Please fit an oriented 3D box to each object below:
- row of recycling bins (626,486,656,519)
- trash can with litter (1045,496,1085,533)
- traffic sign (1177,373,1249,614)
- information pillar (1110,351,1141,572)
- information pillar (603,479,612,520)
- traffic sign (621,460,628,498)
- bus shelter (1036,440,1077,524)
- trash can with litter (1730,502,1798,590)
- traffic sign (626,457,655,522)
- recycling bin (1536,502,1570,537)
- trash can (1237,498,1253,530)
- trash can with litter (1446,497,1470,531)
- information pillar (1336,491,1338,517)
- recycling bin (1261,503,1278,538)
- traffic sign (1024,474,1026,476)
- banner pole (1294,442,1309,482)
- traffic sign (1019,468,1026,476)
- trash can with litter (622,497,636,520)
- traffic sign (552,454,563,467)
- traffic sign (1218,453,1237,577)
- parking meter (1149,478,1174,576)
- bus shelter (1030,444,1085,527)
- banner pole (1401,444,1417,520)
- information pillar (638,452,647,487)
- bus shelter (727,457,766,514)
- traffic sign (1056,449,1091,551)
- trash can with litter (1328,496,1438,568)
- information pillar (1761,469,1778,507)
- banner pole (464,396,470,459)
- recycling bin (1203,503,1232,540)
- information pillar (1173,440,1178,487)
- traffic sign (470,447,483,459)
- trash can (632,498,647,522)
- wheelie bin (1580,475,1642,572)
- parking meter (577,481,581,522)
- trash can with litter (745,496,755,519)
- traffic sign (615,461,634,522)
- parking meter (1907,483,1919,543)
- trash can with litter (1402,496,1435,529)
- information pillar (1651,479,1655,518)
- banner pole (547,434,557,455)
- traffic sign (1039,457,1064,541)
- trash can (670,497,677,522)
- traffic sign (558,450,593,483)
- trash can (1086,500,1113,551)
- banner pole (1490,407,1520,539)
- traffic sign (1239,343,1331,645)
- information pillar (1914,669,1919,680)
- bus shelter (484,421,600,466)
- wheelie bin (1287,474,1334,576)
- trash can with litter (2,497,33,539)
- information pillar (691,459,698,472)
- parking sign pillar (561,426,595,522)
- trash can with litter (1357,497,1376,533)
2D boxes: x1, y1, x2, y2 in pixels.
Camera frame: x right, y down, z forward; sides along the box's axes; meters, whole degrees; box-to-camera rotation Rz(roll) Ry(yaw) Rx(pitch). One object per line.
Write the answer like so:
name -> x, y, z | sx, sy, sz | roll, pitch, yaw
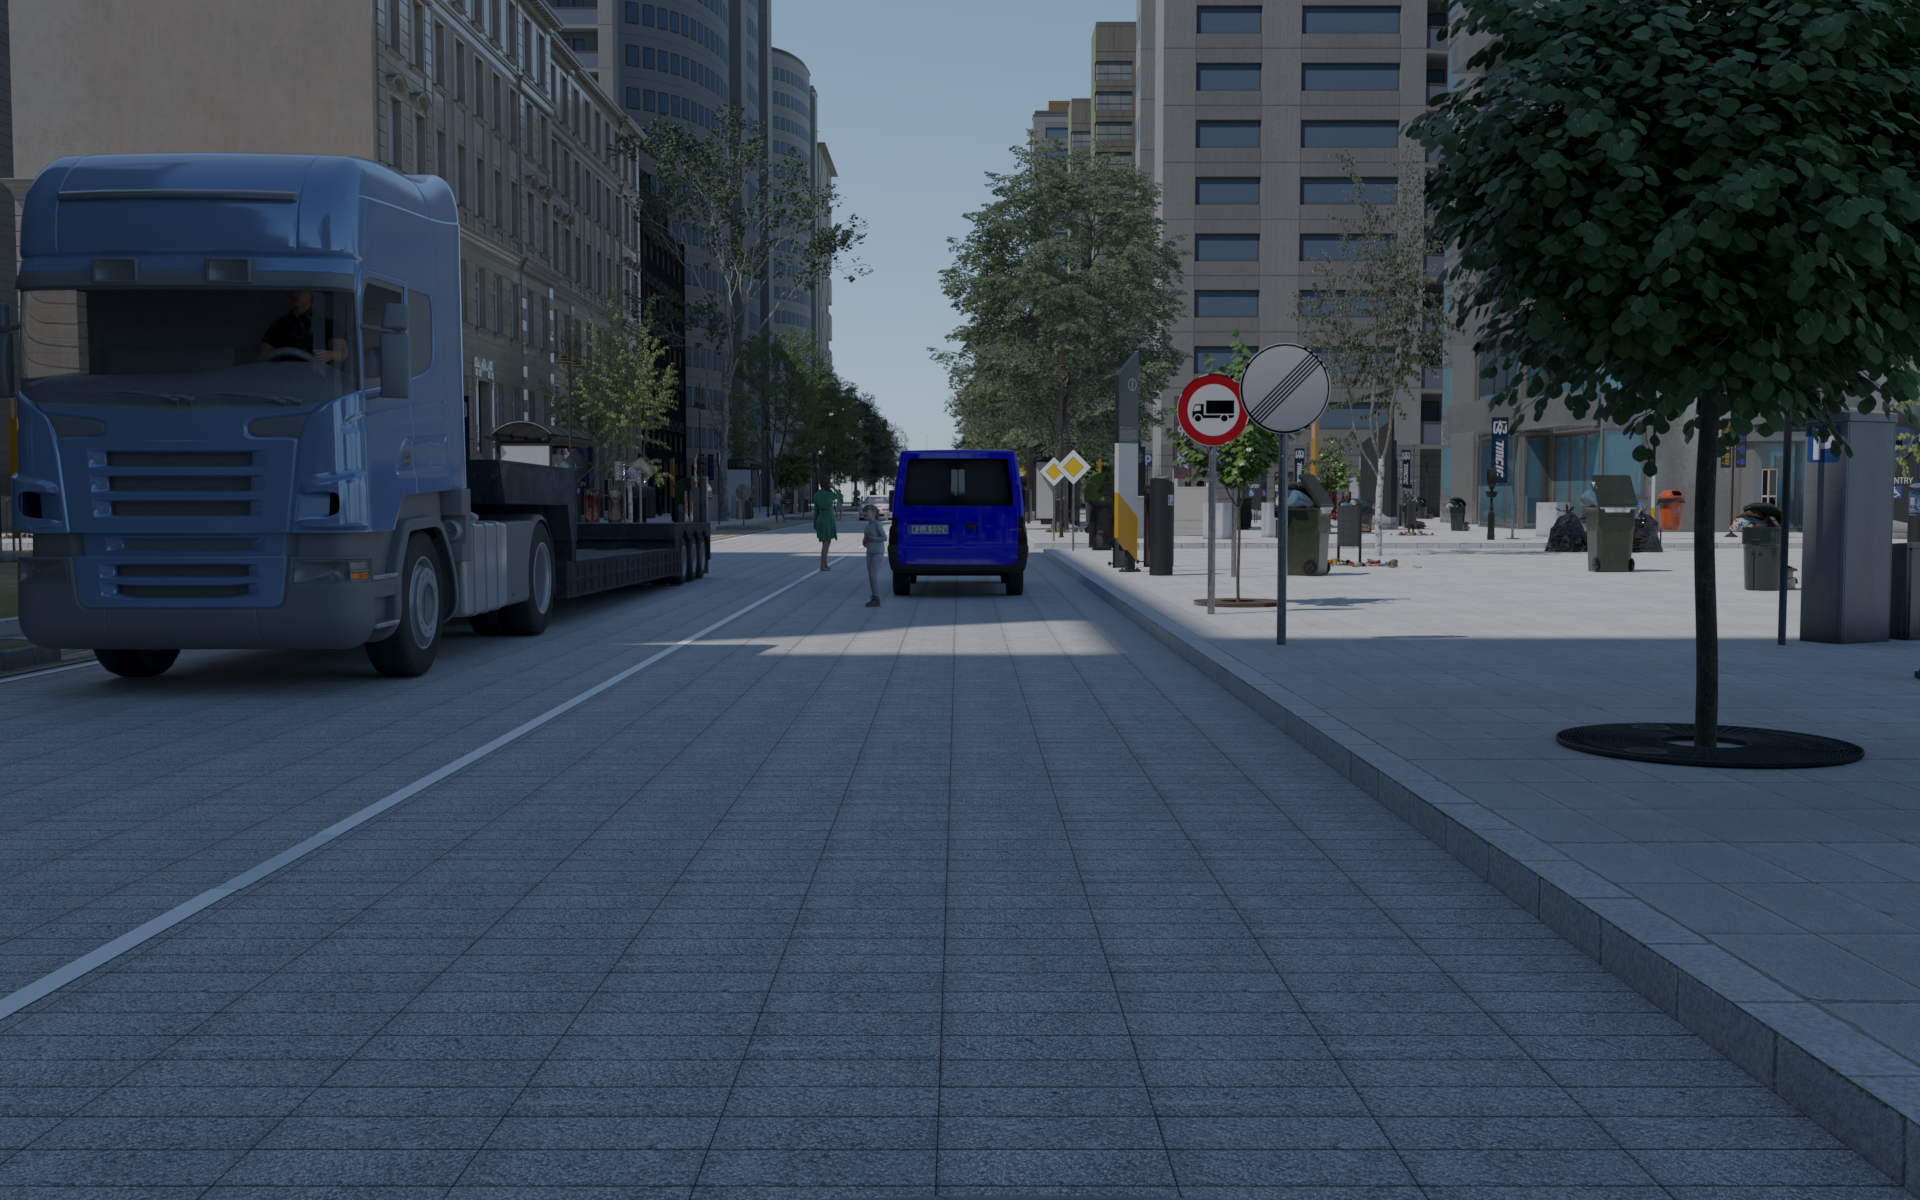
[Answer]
row of recycling bins -> -16.742, -5.132, 91.013 | 1.069, 1.692, 3.534 | 0, 4, 5
trash can with litter -> 3.644, -2.889, 58.295 | 1.678, 1.210, 2.233 | 2, 4, 34
traffic sign -> 2.682, -1.120, 18.411 | 0.768, 2.556, 0.104 | 0, 4, 3
information pillar -> 2.734, -2.262, 28.346 | 0.504, 3.616, 0.183 | -3, 5, -42
information pillar -> -17.187, -4.894, 84.509 | 0.304, 2.012, 0.304 | 1, 4, 16
traffic sign -> -12.428, -3.918, 64.162 | 0.768, 2.556, 0.104 | 0, 4, 7
bus shelter -> 4.293, -5.249, 77.102 | 1.731, 3.624, 6.357 | 0, 3, 0
trash can with litter -> 10.837, -0.727, 23.271 | 0.624, 1.170, 1.055 | 3, 5, 45
traffic sign -> -8.651, -2.648, 46.939 | 0.795, 2.450, 0.064 | 0, 3, 0
recycling bin -> 17.899, -2.430, 52.288 | 0.722, 1.027, 0.722 | -3, 4, -37
trash can -> 10.167, -3.093, 62.224 | 0.748, 1.137, 0.748 | 0, 3, 0
trash can with litter -> 17.334, -2.986, 60.205 | 0.624, 1.170, 1.055 | 2, 4, 35
information pillar -> 19.852, -5.356, 92.067 | 0.304, 2.012, 0.304 | -2, 4, -32
recycling bin -> 9.380, -2.374, 51.368 | 0.722, 1.027, 0.722 | 0, 4, -7
traffic sign -> 4.168, -6.378, 104.386 | 0.768, 2.556, 0.104 | 0, 4, 4
banner pole -> 16.459, -5.699, 83.189 | 0.863, 3.779, 0.401 | 1, 4, 20
traffic sign -> 3.553, -7.719, 120.085 | 2.265, 3.308, 0.079 | 1, 4, 8
trash can with litter -> -16.713, -4.626, 87.028 | 1.055, 1.170, 0.624 | -1, 4, -15
traffic sign -> -12.914, -3.389, 55.509 | 0.768, 2.556, 0.104 | 1, 4, 10
traffic sign -> 4.242, -1.631, 26.770 | 0.768, 2.556, 0.104 | 1, 4, 9
parking meter -> 3.171, -1.153, 27.270 | 0.372, 1.533, 0.369 | 0, 3, 0
bus shelter -> 3.925, -4.663, 70.162 | 2.014, 3.302, 5.546 | 0, 3, 0
banner pole -> 22.376, -5.890, 86.324 | 0.863, 3.779, 0.401 | 0, 4, 1
information pillar -> -17.651, -6.417, 96.278 | 0.504, 3.616, 0.183 | 0, 4, -2
bus shelter -> -12.176, -6.330, 97.420 | 2.014, 3.302, 5.546 | 0, 4, 0
traffic sign -> 2.544, -2.159, 38.935 | 0.795, 2.450, 0.064 | 0, 3, 0
trash can with litter -> 7.139, -1.202, 30.716 | 1.678, 1.210, 2.233 | -3, 4, -36
information pillar -> 23.674, -2.825, 50.686 | 0.304, 2.012, 0.304 | -1, 4, -13
banner pole -> -11.358, -2.981, 38.761 | 0.863, 3.779, 0.401 | 0, 4, -2
recycling bin -> 7.404, -2.249, 49.320 | 0.722, 1.027, 0.722 | 3, 5, 45
information pillar -> 6.997, -3.971, 56.287 | 0.183, 3.616, 0.504 | 0, 4, -2
traffic sign -> -13.127, -2.825, 46.294 | 0.768, 2.556, 0.104 | 0, 4, 3
trash can -> -12.514, -3.413, 67.449 | 0.748, 1.137, 0.748 | 0, 3, 0
wheelie bin -> 10.697, -1.265, 28.584 | 0.980, 1.594, 0.693 | 0, 4, 0
parking meter -> -14.717, -3.710, 66.366 | 0.255, 1.863, 0.399 | 1, 4, 18
trash can with litter -> -11.141, -4.798, 89.839 | 1.055, 1.170, 0.624 | 3, 4, 38
traffic sign -> -10.312, -3.129, 53.284 | 0.606, 2.300, 0.079 | 0, 4, 2
parking meter -> 20.956, -1.804, 37.910 | 0.372, 1.533, 0.369 | 0, 3, 0
trash can with litter -> 16.939, -3.243, 64.407 | 0.624, 1.170, 1.055 | -2, 4, -27
information pillar -> 19.628, -3.526, 48.997 | 0.183, 3.616, 0.504 | 1, 4, 23
banner pole -> -15.099, -4.530, 64.083 | 0.401, 3.779, 0.863 | -3, 5, -42
traffic sign -> 2.544, -2.647, 46.920 | 0.795, 2.450, 0.064 | 0, 3, 0
trash can -> -12.686, -4.056, 77.965 | 0.748, 1.137, 0.748 | 0, 3, 0
traffic sign -> -8.650, -2.160, 38.954 | 0.795, 2.450, 0.064 | 0, 3, 0
trash can -> 3.241, -1.705, 39.526 | 0.748, 1.137, 0.748 | 0, 3, 0
banner pole -> 15.595, -3.641, 49.545 | 0.863, 3.779, 0.401 | 1, 4, 22
traffic sign -> 2.739, -0.892, 14.688 | 0.768, 2.556, 0.104 | 0, 4, 2
information pillar -> 6.749, -1.258, 11.919 | 0.183, 3.616, 0.504 | 1, 4, 19
bus shelter -> -12.073, -3.459, 50.478 | 2.014, 3.302, 5.546 | 0, 4, 0
wheelie bin -> 5.446, -1.184, 27.274 | 0.693, 1.594, 0.980 | 2, 4, 31
trash can with litter -> -27.642, -2.372, 49.835 | 1.678, 1.210, 2.233 | 3, 5, 41
information pillar -> -17.803, -7.650, 116.435 | 0.504, 3.616, 0.183 | 1, 4, 21
parking sign pillar -> -15.065, -4.877, 68.212 | 1.447, 3.967, 1.447 | 1, 4, 19
trash can with litter -> 13.572, -2.837, 57.778 | 0.624, 1.170, 1.055 | 1, 4, 11
